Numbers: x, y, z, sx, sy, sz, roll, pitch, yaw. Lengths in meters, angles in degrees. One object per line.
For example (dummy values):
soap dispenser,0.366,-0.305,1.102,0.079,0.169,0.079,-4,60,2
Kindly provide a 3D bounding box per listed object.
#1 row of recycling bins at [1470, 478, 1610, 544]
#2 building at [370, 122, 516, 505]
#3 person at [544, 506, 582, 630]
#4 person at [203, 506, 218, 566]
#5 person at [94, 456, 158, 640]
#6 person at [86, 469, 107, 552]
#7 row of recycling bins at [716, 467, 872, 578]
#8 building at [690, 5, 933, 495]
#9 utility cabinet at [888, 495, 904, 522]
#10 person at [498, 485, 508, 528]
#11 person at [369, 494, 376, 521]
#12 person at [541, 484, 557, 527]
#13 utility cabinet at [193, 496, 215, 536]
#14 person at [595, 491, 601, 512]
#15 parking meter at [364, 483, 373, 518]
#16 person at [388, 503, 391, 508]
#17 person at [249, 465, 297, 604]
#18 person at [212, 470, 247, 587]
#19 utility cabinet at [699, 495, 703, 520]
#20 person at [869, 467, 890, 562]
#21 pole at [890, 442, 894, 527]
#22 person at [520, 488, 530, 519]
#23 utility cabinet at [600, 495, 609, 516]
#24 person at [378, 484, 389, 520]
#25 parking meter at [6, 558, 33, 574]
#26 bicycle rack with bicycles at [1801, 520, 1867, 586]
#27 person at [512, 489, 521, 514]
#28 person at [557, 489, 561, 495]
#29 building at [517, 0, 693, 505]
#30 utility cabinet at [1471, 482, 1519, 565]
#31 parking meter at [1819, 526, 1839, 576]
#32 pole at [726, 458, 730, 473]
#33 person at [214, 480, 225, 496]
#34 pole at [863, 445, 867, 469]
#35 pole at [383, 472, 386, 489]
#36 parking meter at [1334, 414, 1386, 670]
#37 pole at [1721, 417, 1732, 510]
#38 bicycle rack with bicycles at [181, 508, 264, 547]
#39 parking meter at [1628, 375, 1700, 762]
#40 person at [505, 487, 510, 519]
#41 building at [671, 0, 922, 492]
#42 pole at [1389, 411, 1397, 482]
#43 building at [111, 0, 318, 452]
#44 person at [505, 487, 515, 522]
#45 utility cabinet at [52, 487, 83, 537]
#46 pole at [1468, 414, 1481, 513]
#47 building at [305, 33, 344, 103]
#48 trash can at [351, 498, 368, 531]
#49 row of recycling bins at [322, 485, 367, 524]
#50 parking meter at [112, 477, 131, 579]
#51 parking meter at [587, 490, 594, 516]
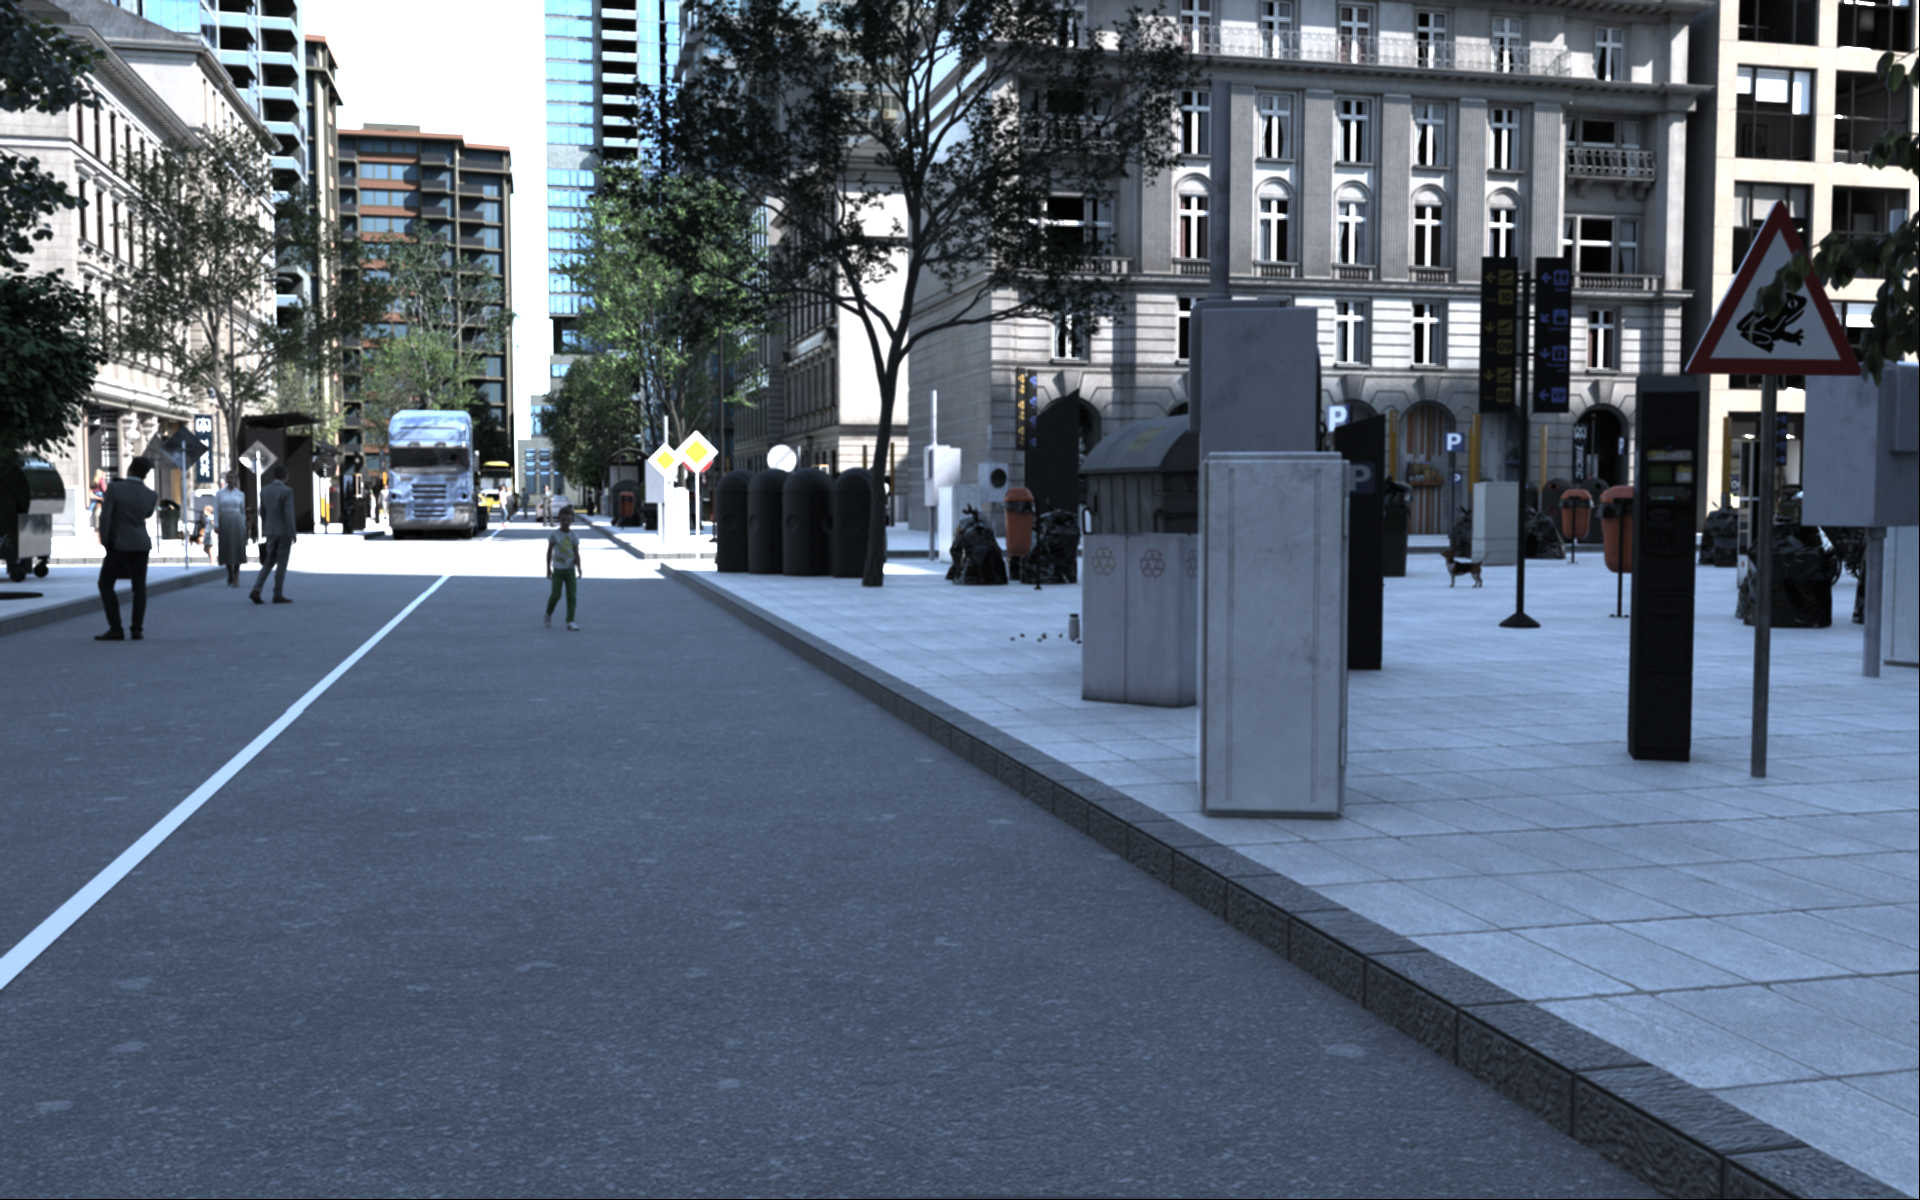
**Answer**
row of recycling bins,15.057,-2.322,45.078,3.534,1.692,1.069,2,4,27
building,-68.067,-33.800,207.258,28.867,44.769,22.147,-1,4,-14
person,-4.223,-0.345,18.382,0.306,1.304,0.590,-3,5,-42
person,-14.412,-1.219,33.451,0.382,1.210,0.505,-3,5,-40
person,-8.218,-0.513,17.063,0.592,1.802,0.473,-2,4,-34
person,-19.063,-1.980,38.385,0.573,1.828,0.580,-3,4,-38
row of recycling bins,-2.612,-1.256,27.644,3.534,1.692,1.069,3,5,42
building,-5.617,-27.530,141.996,32.217,40.220,23.993,-1,4,-14
utility cabinet,-2.937,-4.137,78.793,0.306,1.237,1.020,-3,4,-36
person,-19.567,-4.014,74.139,0.388,1.821,0.555,-1,4,-21
person,-28.280,-4.465,83.324,0.394,1.301,0.425,-2,4,-32
person,-17.721,-4.057,74.630,0.655,1.846,0.447,-3,5,-39
utility cabinet,-22.817,-2.550,52.858,1.020,1.237,0.306,0,4,3
person,-25.406,-7.025,121.449,0.434,1.755,0.990,-2,4,-31
parking meter,-31.638,-5.316,92.630,0.399,1.863,0.255,1,4,14
person,-48.903,-8.695,148.720,1.217,1.766,0.721,1,4,9
person,-8.971,-0.867,22.791,0.709,1.813,0.853,1,4,17
person,-11.296,-1.107,26.829,0.478,1.798,0.641,-1,4,-17
utility cabinet,-12.962,-4.677,87.629,0.306,1.237,1.020,1,4,22
person,-1.606,-1.606,32.475,0.466,1.800,0.511,2,4,31
pole,-2.673,-4.555,68.323,0.158,3.312,0.155,0,3,0
person,-25.413,-5.658,101.111,0.391,1.810,0.635,1,4,11
utility cabinet,-20.197,-5.430,99.938,1.020,1.237,0.306,-2,4,-30
person,-28.499,-4.870,85.933,0.678,1.792,0.850,-3,4,-39
parking meter,-15.165,-1.191,27.889,0.372,1.533,0.369,0,3,0
bicycle rack with bicycles,12.481,-0.631,23.692,2.925,0.926,2.852,-1,4,-23
person,-31.234,-6.903,121.464,1.348,1.812,0.705,1,4,21
person,-28.351,-6.988,122.779,0.705,1.821,1.348,-1,4,-16
building,-39.212,-55.127,213.994,31.000,86.520,22.319,-1,4,-14
utility cabinet,9.690,-1.376,31.175,1.173,1.500,0.318,-3,4,-38
parking meter,13.511,-1.307,27.077,0.399,1.863,0.255,-1,4,-8
pole,-12.974,-6.312,97.052,0.158,3.312,0.155,0,3,0
person,-24.690,-3.131,57.727,0.515,1.767,0.782,0,4,1
pole,-3.931,-4.759,71.654,0.158,3.312,0.155,0,3,0
pole,-33.232,-6.496,100.052,0.158,3.312,0.155,0,3,0
parking meter,2.902,-0.429,12.718,0.399,1.863,0.255,1,4,10
pole,20.319,-3.186,45.932,0.158,3.312,0.155,0,3,0
bicycle rack with bicycles,-18.182,-1.843,43.520,2.852,0.926,2.925,-1,4,-8
parking meter,3.411,-0.165,8.406,0.255,1.863,0.399,1,4,16
person,-25.928,-5.545,98.970,0.447,1.846,0.655,0,4,0
building,-15.874,-33.492,167.206,23.786,49.044,30.456,-1,4,-14
pole,10.607,-2.975,42.488,0.158,3.312,0.155,0,3,0
building,-56.427,-49.298,118.690,22.319,86.520,31.000,-1,4,-14
person,-23.400,-4.956,89.753,0.478,1.798,0.641,2,4,29
utility cabinet,-26.331,-2.569,50.686,1.173,1.500,0.318,0,4,6
pole,13.130,-3.076,44.131,0.158,3.312,0.155,0,3,0
building,-70.250,-30.817,158.488,28.867,44.769,22.147,-1,4,-14
trash can,-21.016,-2.978,60.344,0.748,1.137,0.748,0,3,0
row of recycling bins,-27.404,-4.138,74.777,3.534,1.692,1.069,0,4,-1
parking meter,-12.616,-1.090,26.230,0.372,1.533,0.369,0,3,0
parking meter,-21.854,-5.748,102.396,0.372,1.533,0.369,0,3,0
